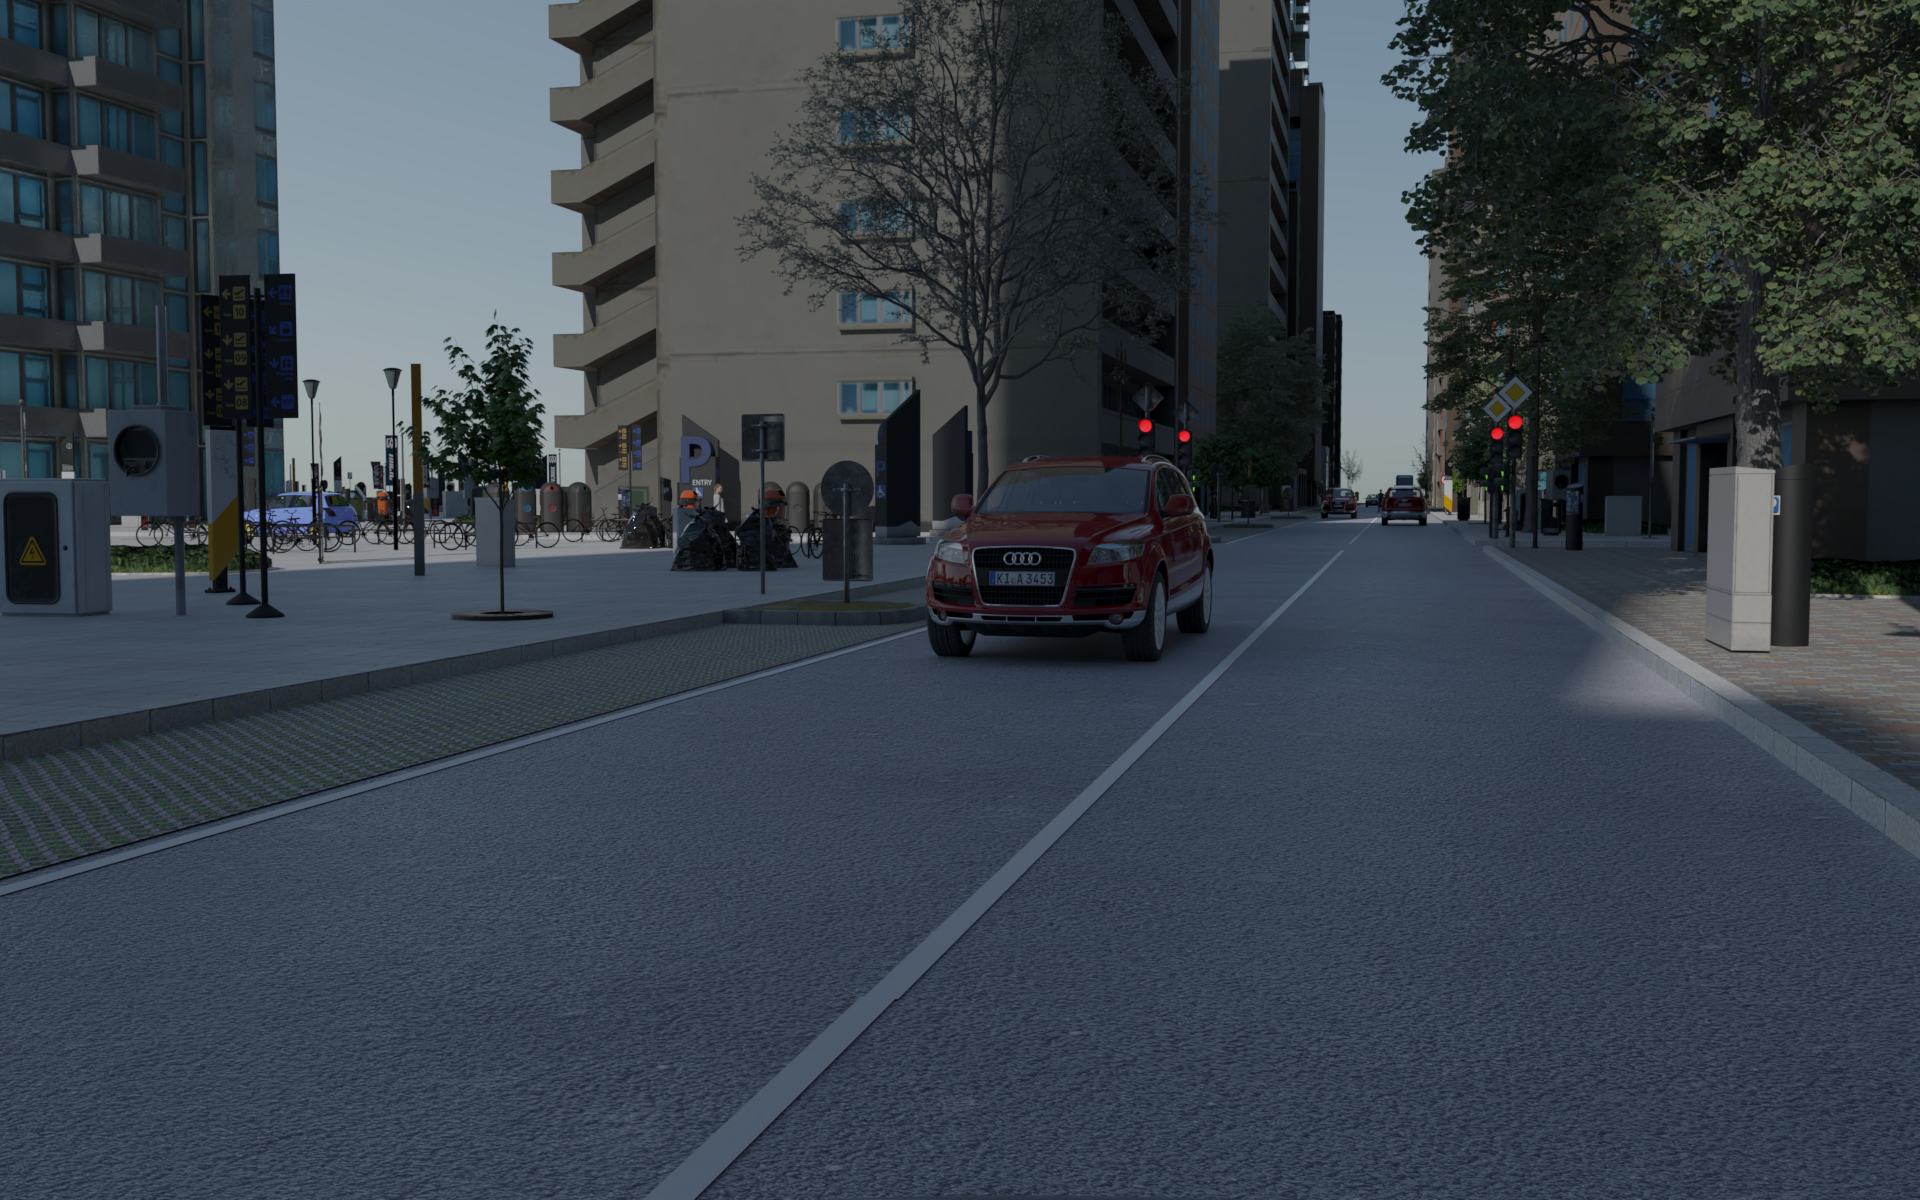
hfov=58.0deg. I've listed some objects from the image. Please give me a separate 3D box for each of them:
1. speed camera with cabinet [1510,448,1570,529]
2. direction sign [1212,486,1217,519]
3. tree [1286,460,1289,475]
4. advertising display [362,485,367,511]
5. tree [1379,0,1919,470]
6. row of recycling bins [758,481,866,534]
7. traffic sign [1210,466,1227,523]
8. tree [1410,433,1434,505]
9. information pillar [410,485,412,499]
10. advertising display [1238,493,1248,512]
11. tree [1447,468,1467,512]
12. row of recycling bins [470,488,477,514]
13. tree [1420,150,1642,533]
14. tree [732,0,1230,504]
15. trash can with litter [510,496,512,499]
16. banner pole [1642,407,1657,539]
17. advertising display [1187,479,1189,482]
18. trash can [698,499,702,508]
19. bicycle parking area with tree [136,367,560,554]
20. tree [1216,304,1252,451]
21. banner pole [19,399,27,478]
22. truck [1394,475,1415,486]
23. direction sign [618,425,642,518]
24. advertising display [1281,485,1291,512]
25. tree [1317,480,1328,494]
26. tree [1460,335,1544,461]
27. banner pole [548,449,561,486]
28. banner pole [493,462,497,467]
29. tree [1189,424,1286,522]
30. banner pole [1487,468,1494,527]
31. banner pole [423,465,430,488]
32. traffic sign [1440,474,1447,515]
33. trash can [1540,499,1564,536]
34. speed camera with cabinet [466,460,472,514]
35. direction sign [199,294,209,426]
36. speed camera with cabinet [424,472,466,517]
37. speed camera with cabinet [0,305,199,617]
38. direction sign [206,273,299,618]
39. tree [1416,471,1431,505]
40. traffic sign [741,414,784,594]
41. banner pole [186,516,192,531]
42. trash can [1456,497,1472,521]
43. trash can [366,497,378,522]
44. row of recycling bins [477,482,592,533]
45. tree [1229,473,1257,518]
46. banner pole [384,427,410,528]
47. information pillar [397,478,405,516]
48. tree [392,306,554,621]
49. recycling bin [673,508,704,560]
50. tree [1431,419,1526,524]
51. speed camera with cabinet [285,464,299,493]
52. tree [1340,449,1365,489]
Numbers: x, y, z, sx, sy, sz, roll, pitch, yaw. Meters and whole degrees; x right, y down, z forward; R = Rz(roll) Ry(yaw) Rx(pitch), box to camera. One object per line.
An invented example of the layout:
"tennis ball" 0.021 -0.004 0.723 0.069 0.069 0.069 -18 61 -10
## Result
"speed camera with cabinet" 21.225 -4.222 63.361 2.038 3.252 0.660 0 4 -7
"direction sign" 13.091 -5.905 88.546 0.379 3.537 0.876 1 4 22
"tree" 18.313 -7.449 105.497 4.285 4.588 4.351 0 3 0
"advertising display" -44.245 -7.521 128.187 0.123 1.923 0.974 1 4 13
"tree" 8.987 -6.873 19.023 9.857 13.997 8.962 0 3 0
"row of recycling bins" -4.838 -3.036 56.759 3.534 1.692 1.069 -1 4 -11
"traffic sign" 11.549 -4.727 77.387 0.768 2.556 0.104 1 4 20
"tree" 55.017 -15.430 202.640 4.360 8.622 3.978 0 3 0
"information pillar" -43.281 -8.052 136.147 0.304 2.012 0.304 1 4 15
"advertising display" 20.133 -7.183 122.654 0.974 1.923 0.123 3 4 39
"tree" 35.034 -7.858 123.078 1.663 3.219 1.824 0 3 0
"row of recycling bins" -25.937 -5.367 94.858 1.069 1.692 3.534 0 4 1
"tree" 19.081 -8.528 57.568 7.486 12.596 7.792 0 3 0
"tree" 0.502 -7.695 36.176 12.009 13.543 11.850 0 3 0
"trash can with litter" -29.514 -6.251 113.259 2.233 1.210 1.678 -1 4 -9
"banner pole" 19.824 -3.645 49.608 0.401 3.779 0.863 1 4 16
"advertising display" 8.613 -3.730 66.196 0.123 1.923 0.974 1 4 20
"trash can" -8.649 -2.702 55.830 0.748 1.137 0.748 0 3 0
"bicycle parking area with tree" -14.689 -3.324 41.356 9.016 4.147 8.231 -2 4 -27
"tree" 20.199 -12.719 114.610 9.857 13.997 8.962 0 3 0
"banner pole" -24.888 -3.430 46.096 0.401 3.779 0.863 -1 4 -22
"truck" 60.728 -15.109 236.795 2.967 4.110 18.799 1 4 15
"direction sign" -10.834 -3.970 56.903 0.876 3.537 0.379 1 4 21
"advertising display" 23.454 -7.297 124.527 0.974 1.923 0.123 -3 5 -41
"tree" 41.348 -12.563 200.008 1.663 3.219 1.824 0 3 0
"tree" 25.231 -8.004 81.233 4.737 8.622 4.395 0 3 0
"banner pole" -22.257 -6.444 95.383 0.863 3.779 0.401 -2 4 -26
"banner pole" -23.848 -5.976 87.718 0.863 3.779 0.401 -2 4 -27
"tree" 12.120 -5.952 81.036 4.285 4.588 4.351 0 3 0
"banner pole" 20.860 -4.754 67.744 0.401 3.779 0.863 1 4 14
"banner pole" -27.403 -6.008 88.255 0.863 3.779 0.401 0 4 1
"traffic sign" 30.305 -6.597 107.970 0.768 2.556 0.104 1 4 16
"trash can" 18.271 -2.560 53.517 0.748 1.137 0.748 0 3 0
"speed camera with cabinet" -28.211 -6.356 98.258 0.660 3.252 2.038 -3 4 -36
"direction sign" -8.337 -1.715 20.042 0.379 3.537 0.876 3 4 36
"speed camera with cabinet" -28.484 -6.185 95.455 2.038 3.252 0.660 -3 4 -37
"speed camera with cabinet" -9.103 -1.461 18.227 2.038 3.252 0.660 1 4 11
"direction sign" -7.243 -1.587 17.949 0.876 3.537 0.379 1 4 13
"tree" 57.054 -13.875 210.571 4.285 4.588 4.351 0 3 0
"traffic sign" -2.521 -1.223 22.126 0.606 2.300 0.079 1 4 20
"banner pole" -26.732 -4.280 59.995 0.401 3.779 0.863 -1 4 -11
"trash can" 24.154 -4.366 83.038 0.748 1.137 0.748 0 3 0
"trash can" -27.328 -4.225 80.732 0.748 1.137 0.748 0 3 0
"row of recycling bins" -14.049 -3.087 57.586 3.534 1.692 1.069 -2 4 -24
"tree" 15.525 -6.138 94.959 1.663 3.219 1.824 0 3 0
"banner pole" -21.038 -4.567 64.694 0.863 3.779 0.401 -2 4 -31
"information pillar" -26.383 -4.723 81.719 0.304 2.012 0.304 1 4 23
"tree" -4.743 -1.434 18.049 1.663 3.219 1.824 0 3 0
"recycling bin" -4.882 -1.180 31.845 0.722 1.027 0.722 -1 4 -16
"tree" 22.506 -5.509 73.788 4.285 4.588 4.351 0 3 0
"speed camera with cabinet" -43.486 -7.347 114.451 2.038 3.252 0.660 1 4 10
"tree" 62.919 -20.103 279.046 4.360 8.622 3.978 0 3 0
